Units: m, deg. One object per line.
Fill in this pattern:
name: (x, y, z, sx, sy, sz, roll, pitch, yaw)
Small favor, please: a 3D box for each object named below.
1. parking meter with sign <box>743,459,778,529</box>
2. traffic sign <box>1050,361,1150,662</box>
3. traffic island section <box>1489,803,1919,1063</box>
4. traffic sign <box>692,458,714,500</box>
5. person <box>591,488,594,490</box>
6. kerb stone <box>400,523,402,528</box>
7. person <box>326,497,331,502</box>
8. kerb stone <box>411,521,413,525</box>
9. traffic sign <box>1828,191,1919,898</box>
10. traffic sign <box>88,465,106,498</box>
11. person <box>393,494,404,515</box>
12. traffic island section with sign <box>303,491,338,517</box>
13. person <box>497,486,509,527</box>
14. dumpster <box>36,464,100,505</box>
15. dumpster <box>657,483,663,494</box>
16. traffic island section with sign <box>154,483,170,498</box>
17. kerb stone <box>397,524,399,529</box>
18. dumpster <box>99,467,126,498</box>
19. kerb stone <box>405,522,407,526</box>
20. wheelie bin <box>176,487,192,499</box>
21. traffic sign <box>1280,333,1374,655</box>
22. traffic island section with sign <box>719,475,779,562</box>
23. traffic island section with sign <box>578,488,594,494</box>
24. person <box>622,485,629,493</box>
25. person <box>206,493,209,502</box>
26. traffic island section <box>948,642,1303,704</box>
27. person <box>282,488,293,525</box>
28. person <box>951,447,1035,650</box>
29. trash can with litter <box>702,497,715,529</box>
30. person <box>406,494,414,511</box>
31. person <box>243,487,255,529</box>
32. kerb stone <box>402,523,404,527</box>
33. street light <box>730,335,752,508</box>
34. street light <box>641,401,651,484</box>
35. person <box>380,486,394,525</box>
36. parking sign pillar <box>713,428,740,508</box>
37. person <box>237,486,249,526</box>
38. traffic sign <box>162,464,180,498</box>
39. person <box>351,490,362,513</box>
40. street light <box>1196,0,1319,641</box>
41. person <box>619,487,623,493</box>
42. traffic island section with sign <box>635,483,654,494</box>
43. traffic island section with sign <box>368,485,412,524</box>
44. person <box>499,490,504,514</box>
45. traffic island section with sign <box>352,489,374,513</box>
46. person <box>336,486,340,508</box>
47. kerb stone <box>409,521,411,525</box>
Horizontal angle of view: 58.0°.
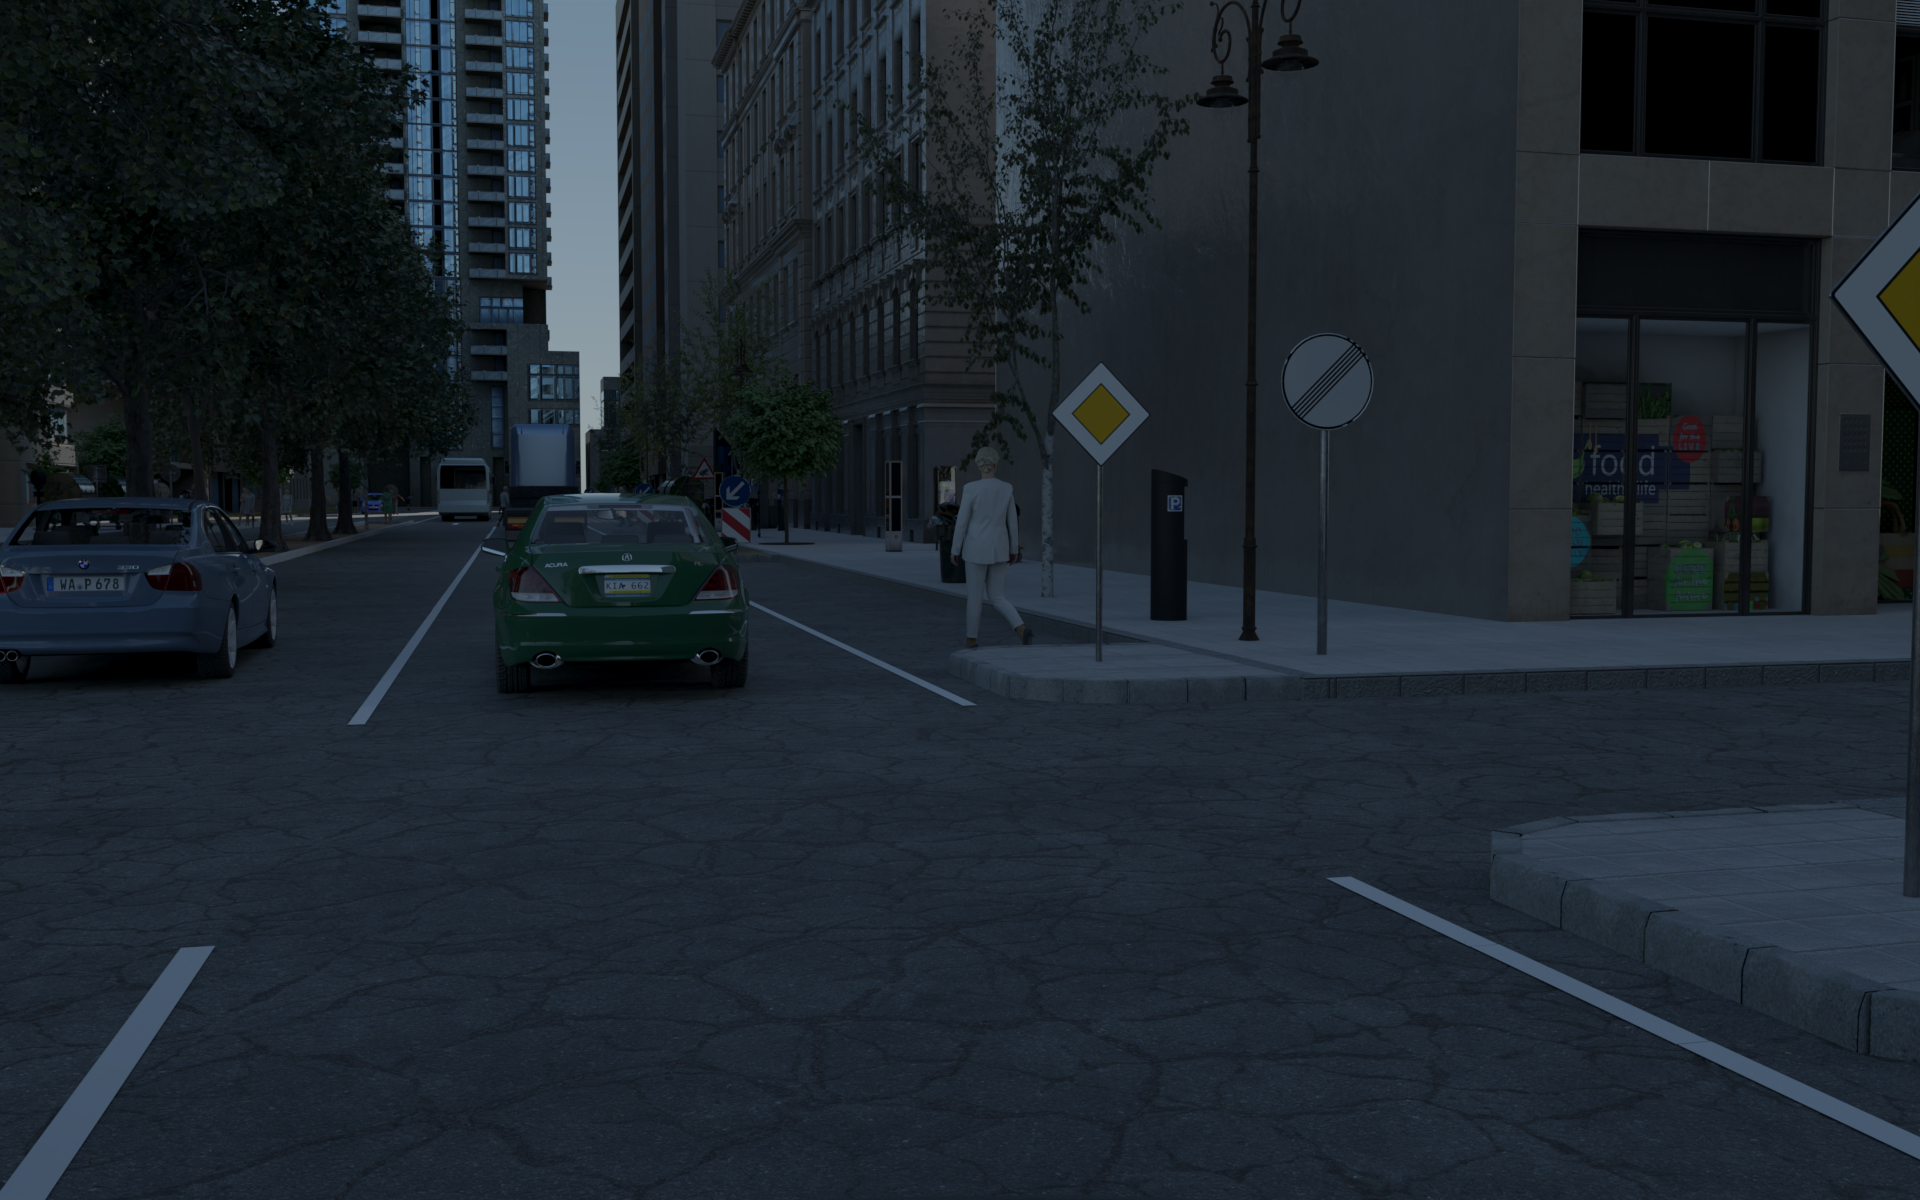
parking meter with sign: (-7.378, -4.130, 63.782, 0.543, 3.016, 1.738, 2, 4, 28)
traffic sign: (1.061, -0.585, 13.202, 0.795, 2.450, 0.064, -1, 4, -14)
traffic island section: (3.056, 1.024, 5.547, 2.009, 0.180, 2.903, -1, 4, -14)
traffic sign: (-9.117, -3.780, 61.811, 0.884, 2.594, 0.081, -1, 4, -12)
person: (-24.775, -6.606, 116.516, 0.705, 1.824, 1.348, 0, 4, -8)
kerb stone: (-23.604, -3.081, 72.643, 0.120, 0.150, 1.000, -1, 4, -14)
person: (-40.618, -6.209, 110.022, 1.348, 1.824, 0.705, -3, 5, -42)
kerb stone: (-25.377, -3.511, 79.618, 0.120, 0.150, 1.000, -1, 4, -14)
traffic sign: (3.035, -0.111, 5.464, 0.795, 2.450, 0.064, -1, 4, -14)
traffic sign: (-30.219, -3.581, 60.673, 0.606, 2.300, 0.079, 0, 4, -7)
person: (-39.200, -6.789, 120.223, 1.217, 1.743, 0.721, -1, 4, -13)
traffic island section with sign: (-39.804, -6.072, 107.905, 1.989, 1.847, 2.006, -1, 4, -14)
person: (-19.711, -4.043, 75.087, 0.782, 1.767, 0.515, 3, 5, 42)
dumpster: (-29.216, -3.301, 56.459, 1.502, 2.255, 1.985, -1, 4, -14)
dumpster: (-11.948, -4.070, 72.305, 1.264, 1.857, 1.865, -1, 4, -14)
traffic island section with sign: (-27.405, -3.096, 59.254, 1.989, 1.847, 2.006, -1, 4, -14)
kerb stone: (-23.103, -2.963, 70.660, 0.120, 0.150, 1.000, -1, 4, -14)
dumpster: (-30.567, -3.645, 62.091, 1.502, 2.255, 1.985, -1, 4, -14)
kerb stone: (-24.371, -3.265, 75.628, 0.120, 0.150, 1.000, -1, 4, -14)
wheelie bin: (-34.733, -4.260, 77.564, 0.693, 1.594, 0.980, -2, 4, -26)
traffic sign: (2.895, -0.836, 13.777, 0.768, 2.556, 0.104, -1, 4, -9)
traffic island section with sign: (-5.017, -1.745, 37.157, 1.989, 1.847, 2.006, -1, 4, -14)
traffic island section with sign: (-24.132, -6.328, 112.083, 1.989, 1.847, 2.006, -1, 4, -14)
person: (-14.687, -4.110, 75.802, 0.767, 1.812, 0.694, 1, 4, 21)
person: (-30.888, -3.792, 70.594, 0.850, 1.850, 0.679, -1, 4, -20)
traffic island section: (1.082, 0.550, 13.285, 2.009, 0.180, 2.903, -1, 4, -14)
person: (-30.929, -4.291, 79.663, 0.512, 1.701, 0.522, -1, 4, -9)
person: (0.279, -0.409, 15.071, 0.818, 1.842, 0.514, 3, 5, 41)
trash can with litter: (-8.735, -2.989, 60.257, 0.624, 1.170, 1.055, -1, 4, -17)
person: (-47.729, -8.476, 150.308, 0.697, 1.427, 0.421, -2, 4, -33)
person: (-29.405, -3.819, 71.699, 0.466, 1.731, 0.760, -1, 4, -17)
kerb stone: (-23.856, -3.146, 73.634, 0.120, 0.150, 1.000, -1, 4, -14)
street light: (-6.383, -4.760, 50.607, 0.468, 5.910, 1.993, -1, 4, -14)
street light: (-15.552, -6.932, 86.127, 0.468, 5.910, 1.993, -1, 4, -14)
person: (-26.678, -4.397, 80.636, 0.600, 1.795, 0.529, -2, 4, -28)
parking sign pillar: (-9.561, -5.051, 71.055, 1.447, 3.967, 1.447, 2, 4, 28)
person: (-31.878, -4.177, 77.134, 0.599, 1.781, 0.374, 0, 4, -2)
traffic sign: (-33.232, -4.455, 72.951, 0.768, 2.556, 0.104, -1, 4, -8)
person: (-45.368, -7.377, 129.896, 1.217, 1.735, 0.721, 1, 4, 9)
street light: (2.536, -2.583, 15.024, 0.468, 5.910, 1.993, -1, 4, -14)
person: (-15.849, -4.413, 81.130, 0.782, 1.767, 0.515, 2, 4, 30)
traffic island section with sign: (-11.674, -3.343, 63.280, 1.989, 1.847, 2.006, -1, 4, -14)
traffic island section with sign: (-27.400, -4.593, 83.233, 2.006, 1.907, 1.989, -1, 4, -14)
person: (-32.525, -6.950, 123.048, 0.530, 1.710, 0.541, -1, 4, -12)
traffic island section with sign: (-46.473, -7.670, 134.026, 1.989, 1.847, 2.006, -1, 4, -14)
person: (-27.516, -4.203, 77.198, 0.573, 1.828, 0.580, 1, 4, 14)
kerb stone: (-25.130, -3.451, 78.615, 0.120, 0.150, 1.000, -1, 4, -14)
